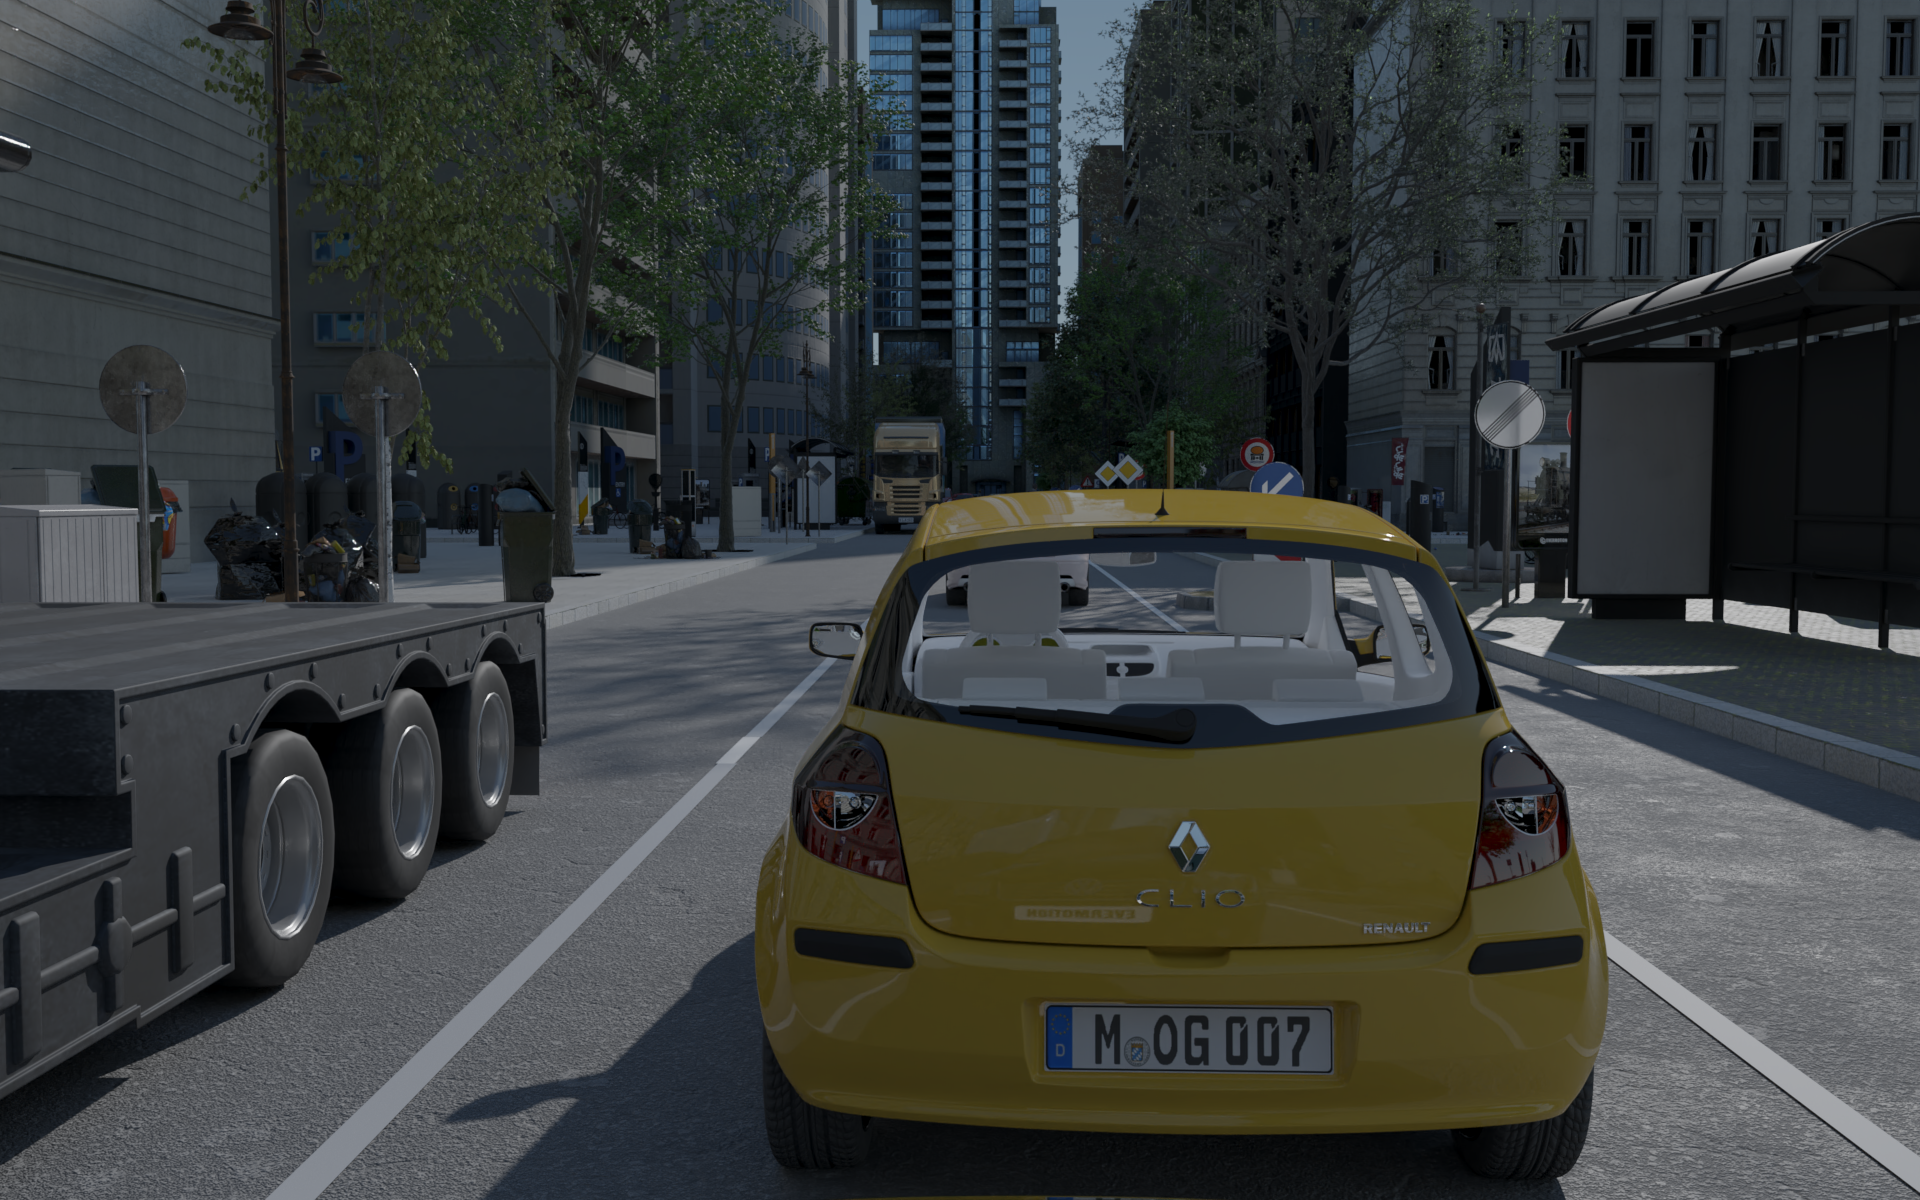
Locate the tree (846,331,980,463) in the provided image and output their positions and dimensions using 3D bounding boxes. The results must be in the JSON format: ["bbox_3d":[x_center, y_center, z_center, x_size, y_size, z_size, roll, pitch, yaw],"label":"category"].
[{"bbox_3d":[-3.576,-13.486,130.862,12.009,13.543,11.850,0,3,0],"label":"tree"}]

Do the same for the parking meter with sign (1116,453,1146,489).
[{"bbox_3d":[7.460,-4.684,72.849,1.738,3.016,0.543,3,4,37],"label":"parking meter with sign"}]

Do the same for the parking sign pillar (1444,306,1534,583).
[{"bbox_3d":[7.946,-2.272,25.617,1.447,3.967,1.447,0,4,-2],"label":"parking sign pillar"}]

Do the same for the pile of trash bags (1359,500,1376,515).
[{"bbox_3d":[27.981,-6.891,122.414,3.447,1.369,1.912,2,4,25],"label":"pile of trash bags"}]

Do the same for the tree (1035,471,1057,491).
[{"bbox_3d":[10.255,-13.348,201.951,4.285,4.588,4.351,0,3,0],"label":"tree"}]

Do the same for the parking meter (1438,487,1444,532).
[{"bbox_3d":[16.000,-3.031,57.960,0.372,1.533,0.369,0,3,0],"label":"parking meter"}]

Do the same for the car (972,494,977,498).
[{"bbox_3d":[1.293,-10.518,183.978,2.014,1.417,4.499,0,4,1],"label":"car"}]

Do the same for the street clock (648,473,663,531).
[{"bbox_3d":[-10.623,-3.420,60.490,0.471,2.002,0.358,0,4,-1],"label":"street clock"}]

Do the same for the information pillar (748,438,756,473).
[{"bbox_3d":[-8.710,-4.962,72.482,0.183,3.616,0.504,2,4,26],"label":"information pillar"}]

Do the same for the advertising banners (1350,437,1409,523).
[{"bbox_3d":[12.870,-3.525,53.818,2.074,3.025,0.090,1,4,22],"label":"advertising banners"}]

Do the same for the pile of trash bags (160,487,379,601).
[{"bbox_3d":[-8.891,-0.736,21.788,3.447,1.369,1.912,1,4,11],"label":"pile of trash bags"}]

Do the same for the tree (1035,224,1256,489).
[{"bbox_3d":[7.538,-8.639,67.010,9.928,11.665,9.643,0,3,0],"label":"tree"}]

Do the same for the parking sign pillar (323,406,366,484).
[{"bbox_3d":[-19.099,-3.995,53.796,1.447,3.967,1.447,2,4,28],"label":"parking sign pillar"}]

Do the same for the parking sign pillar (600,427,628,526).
[{"bbox_3d":[-14.083,-5.014,70.443,1.447,3.967,1.447,1,4,21],"label":"parking sign pillar"}]

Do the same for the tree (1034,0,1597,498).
[{"bbox_3d":[6.595,-7.459,32.332,12.009,13.543,11.850,0,3,0],"label":"tree"}]

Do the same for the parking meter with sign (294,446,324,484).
[{"bbox_3d":[-23.805,-4.064,62.715,0.543,3.016,1.738,1,4,16],"label":"parking meter with sign"}]

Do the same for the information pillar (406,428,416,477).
[{"bbox_3d":[-19.130,-4.222,60.381,0.183,3.616,0.504,1,4,17],"label":"information pillar"}]

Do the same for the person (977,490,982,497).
[{"bbox_3d":[1.799,-8.969,155.231,0.705,1.814,1.350,2,4,24],"label":"person"}]

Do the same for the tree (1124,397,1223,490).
[{"bbox_3d":[7.307,-4.571,58.448,4.285,4.588,4.351,0,3,0],"label":"tree"}]

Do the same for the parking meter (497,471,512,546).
[{"bbox_3d":[-11.245,-2.270,42.831,0.255,1.863,0.399,1,4,10],"label":"parking meter"}]

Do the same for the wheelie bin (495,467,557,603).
[{"bbox_3d":[-5.155,-0.773,20.539,0.693,1.594,0.980,-1,4,-18],"label":"wheelie bin"}]

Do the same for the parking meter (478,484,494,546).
[{"bbox_3d":[-11.689,-2.097,42.704,0.372,1.533,0.369,0,3,0],"label":"parking meter"}]

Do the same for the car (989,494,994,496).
[{"bbox_3d":[3.459,-9.787,170.240,2.015,1.641,3.980,0,4,1],"label":"car"}]

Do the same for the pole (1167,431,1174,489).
[{"bbox_3d":[6.784,-3.794,55.875,0.158,3.312,0.155,0,3,0],"label":"pole"}]

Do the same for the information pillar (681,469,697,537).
[{"bbox_3d":[-8.074,-2.878,51.555,0.304,2.012,0.304,2,4,26],"label":"information pillar"}]

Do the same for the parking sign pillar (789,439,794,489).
[{"bbox_3d":[-7.718,-5.890,84.766,1.447,3.967,1.447,0,4,-4],"label":"parking sign pillar"}]

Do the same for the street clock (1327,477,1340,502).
[{"bbox_3d":[15.688,-4.176,72.840,0.471,2.002,0.358,2,4,33],"label":"street clock"}]

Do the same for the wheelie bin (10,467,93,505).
[{"bbox_3d":[-11.179,-0.797,20.945,0.693,1.594,0.980,1,4,15],"label":"wheelie bin"}]

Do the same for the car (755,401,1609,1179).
[{"bbox_3d":[0.491,0.315,5.078,2.015,1.641,3.980,0,4,2],"label":"car"}]

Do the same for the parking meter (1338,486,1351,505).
[{"bbox_3d":[11.488,-2.654,51.808,0.372,1.533,0.369,0,3,0],"label":"parking meter"}]

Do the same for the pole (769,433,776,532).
[{"bbox_3d":[-6.307,-3.936,58.201,0.158,3.312,0.155,0,3,0],"label":"pole"}]

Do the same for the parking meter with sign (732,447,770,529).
[{"bbox_3d":[-7.761,-4.116,63.552,1.738,3.016,0.543,-2,4,-32],"label":"parking meter with sign"}]

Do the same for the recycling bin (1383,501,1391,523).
[{"bbox_3d":[14.320,-2.850,59.145,0.722,1.027,0.722,1,4,11],"label":"recycling bin"}]

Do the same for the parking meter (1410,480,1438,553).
[{"bbox_3d":[8.294,-1.393,31.184,0.372,1.533,0.369,0,3,0],"label":"parking meter"}]

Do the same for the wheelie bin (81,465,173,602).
[{"bbox_3d":[-9.038,-0.658,18.671,0.693,1.594,0.980,3,5,44],"label":"wheelie bin"}]

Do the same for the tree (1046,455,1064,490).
[{"bbox_3d":[10.650,-15.043,196.316,4.360,8.622,3.978,0,3,0],"label":"tree"}]

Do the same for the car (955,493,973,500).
[{"bbox_3d":[0.346,-8.035,140.405,2.155,1.783,4.494,0,4,0],"label":"car"}]

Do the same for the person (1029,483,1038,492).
[{"bbox_3d":[2.779,-3.469,65.316,0.850,1.850,0.679,-1,4,-19],"label":"person"}]

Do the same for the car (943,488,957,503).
[{"bbox_3d":[-1.275,-5.836,104.094,2.281,1.827,5.304,0,4,2],"label":"car"}]

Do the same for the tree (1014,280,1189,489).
[{"bbox_3d":[7.559,-10.590,90.149,9.611,12.733,9.660,0,3,0],"label":"tree"}]

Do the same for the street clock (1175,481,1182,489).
[{"bbox_3d":[9.485,-4.321,75.211,0.471,2.002,0.358,-1,4,-20],"label":"street clock"}]

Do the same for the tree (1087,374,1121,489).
[{"bbox_3d":[8.521,-9.102,99.177,4.737,8.622,4.395,0,3,0],"label":"tree"}]

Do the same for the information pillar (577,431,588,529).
[{"bbox_3d":[-14.062,-4.477,64.560,0.183,3.616,0.504,2,4,26],"label":"information pillar"}]

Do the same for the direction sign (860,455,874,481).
[{"bbox_3d":[-5.440,-6.707,101.657,0.876,3.537,0.379,1,4,19],"label":"direction sign"}]

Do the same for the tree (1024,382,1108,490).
[{"bbox_3d":[8.969,-13.843,144.462,7.486,12.596,7.792,0,3,0],"label":"tree"}]

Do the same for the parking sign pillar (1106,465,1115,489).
[{"bbox_3d":[8.970,-6.960,102.269,1.447,3.967,1.447,1,4,11],"label":"parking sign pillar"}]
